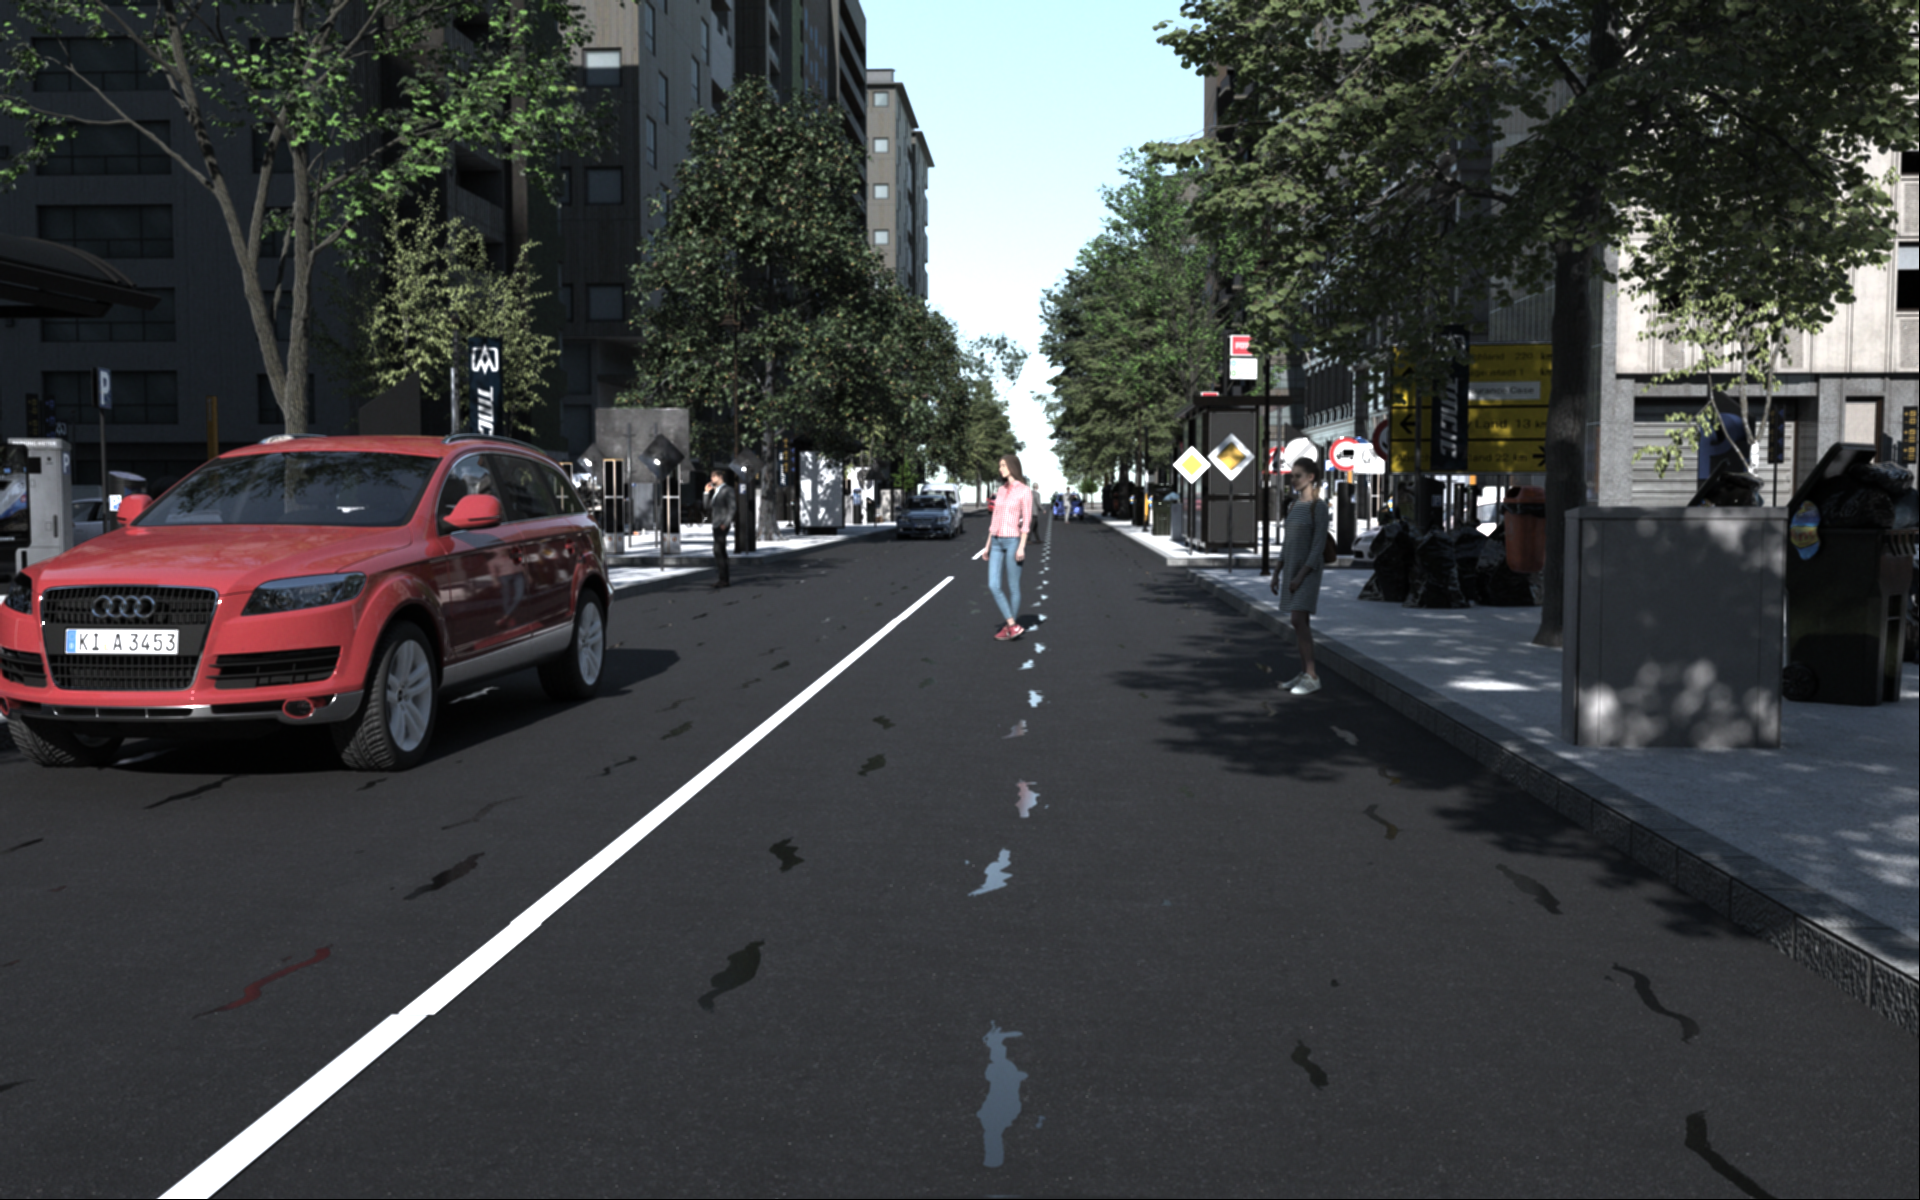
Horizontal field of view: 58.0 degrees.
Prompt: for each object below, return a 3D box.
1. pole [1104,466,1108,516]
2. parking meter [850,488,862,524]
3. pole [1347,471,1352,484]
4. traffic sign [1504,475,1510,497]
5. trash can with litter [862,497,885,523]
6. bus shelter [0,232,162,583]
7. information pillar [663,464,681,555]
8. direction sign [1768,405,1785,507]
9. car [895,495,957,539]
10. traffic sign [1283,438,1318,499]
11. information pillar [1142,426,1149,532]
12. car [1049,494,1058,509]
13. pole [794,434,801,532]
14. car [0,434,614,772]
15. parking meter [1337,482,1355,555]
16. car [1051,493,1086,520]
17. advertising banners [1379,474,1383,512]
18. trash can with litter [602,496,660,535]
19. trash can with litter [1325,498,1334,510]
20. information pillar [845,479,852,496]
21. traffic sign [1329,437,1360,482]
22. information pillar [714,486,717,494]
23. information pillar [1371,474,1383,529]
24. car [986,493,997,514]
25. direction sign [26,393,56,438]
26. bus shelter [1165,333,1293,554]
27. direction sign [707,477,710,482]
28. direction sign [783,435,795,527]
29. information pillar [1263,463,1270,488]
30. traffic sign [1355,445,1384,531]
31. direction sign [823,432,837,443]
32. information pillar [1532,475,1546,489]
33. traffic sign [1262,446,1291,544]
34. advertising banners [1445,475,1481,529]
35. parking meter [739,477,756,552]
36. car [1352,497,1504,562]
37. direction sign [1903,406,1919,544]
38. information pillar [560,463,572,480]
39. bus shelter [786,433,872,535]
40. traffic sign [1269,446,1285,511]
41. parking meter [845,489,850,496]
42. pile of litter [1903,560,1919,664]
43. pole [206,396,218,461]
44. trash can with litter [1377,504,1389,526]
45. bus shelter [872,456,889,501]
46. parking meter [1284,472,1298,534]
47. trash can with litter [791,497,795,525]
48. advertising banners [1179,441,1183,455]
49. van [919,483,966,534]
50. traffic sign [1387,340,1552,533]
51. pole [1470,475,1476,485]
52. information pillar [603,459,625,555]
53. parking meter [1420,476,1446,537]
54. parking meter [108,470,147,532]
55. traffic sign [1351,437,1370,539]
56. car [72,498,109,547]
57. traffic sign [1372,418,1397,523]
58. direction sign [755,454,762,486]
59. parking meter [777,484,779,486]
[{"bbox_3d":[8.526,-6.563,101.146,0.158,3.312,0.155,0,3,0],"label":"pole"},{"bbox_3d":[-4.352,-3.978,73.449,0.372,1.533,0.369,0,3,0],"label":"parking meter"},{"bbox_3d":[15.165,-4.501,67.442,0.158,3.312,0.155,0,3,0],"label":"pole"},{"bbox_3d":[8.334,-1.607,26.388,0.768,2.556,0.104,0,4,6],"label":"traffic sign"},{"bbox_3d":[-3.899,-4.035,77.352,1.055,1.170,0.624,-3,5,-40],"label":"trash can with litter"},{"bbox_3d":[-7.582,-1.063,11.305,2.014,3.302,5.546,0,4,3],"label":"bus shelter"},{"bbox_3d":[-6.083,-1.951,36.383,0.304,2.012,0.304,-3,5,-42],"label":"information pillar"},{"bbox_3d":[20.896,-3.205,44.391,0.379,3.537,0.876,0,4,2],"label":"direction sign"},{"bbox_3d":[-1.080,-2.716,56.413,2.014,1.417,4.499,0,4,2],"label":"car"},{"bbox_3d":[7.742,-2.405,39.428,0.768,2.556,0.104,1,4,12],"label":"traffic sign"},{"bbox_3d":[6.356,-4.149,59.198,0.183,3.616,0.504,0,3,0],"label":"information pillar"},{"bbox_3d":[9.706,-9.506,167.223,2.131,1.459,4.920,0,4,1],"label":"car"},{"bbox_3d":[-5.520,-3.974,58.812,0.158,3.312,0.155,0,3,0],"label":"pole"},{"bbox_3d":[-3.704,-0.124,10.699,2.281,1.827,5.304,0,4,5],"label":"car"},{"bbox_3d":[8.124,-1.715,36.450,0.372,1.533,0.369,0,3,0],"label":"parking meter"},{"bbox_3d":[6.065,-5.330,96.744,1.945,1.707,3.694,0,4,3],"label":"car"},{"bbox_3d":[11.793,-3.202,48.545,0.090,3.025,2.074,1,4,12],"label":"advertising banners"},{"bbox_3d":[-10.599,-2.665,54.622,1.678,1.210,2.233,-3,5,-44],"label":"trash can with litter"},{"bbox_3d":[11.525,-2.697,55.487,0.624,1.170,1.055,2,4,30],"label":"trash can with litter"},{"bbox_3d":[-5.392,-4.800,82.973,0.304,2.012,0.304,-3,4,-36],"label":"information pillar"},{"bbox_3d":[8.601,-2.357,38.636,0.768,2.556,0.104,0,4,6],"label":"traffic sign"},{"bbox_3d":[-8.051,-3.269,57.947,0.304,2.012,0.304,-1,4,-14],"label":"information pillar"},{"bbox_3d":[14.499,-3.410,60.238,0.304,2.012,0.304,-3,5,-44],"label":"information pillar"},{"bbox_3d":[2.934,-7.116,125.379,2.155,1.783,4.494,0,4,1],"label":"car"},{"bbox_3d":[-20.841,-2.897,39.358,0.379,3.537,0.876,1,4,12],"label":"direction sign"},{"bbox_3d":[6.268,-3.883,41.113,2.179,5.291,8.768,0,4,3],"label":"bus shelter"},{"bbox_3d":[-16.185,-7.169,109.207,0.876,3.537,0.379,1,4,18],"label":"direction sign"},{"bbox_3d":[-6.591,-4.591,67.057,0.379,3.537,0.876,-3,5,-41],"label":"direction sign"},{"bbox_3d":[19.299,-7.195,108.992,0.504,3.616,0.183,-1,4,-18],"label":"information pillar"},{"bbox_3d":[8.337,-2.031,35.329,0.606,2.300,0.079,1,4,13],"label":"traffic sign"},{"bbox_3d":[-4.478,-4.170,60.182,0.876,3.537,0.379,-2,4,-35],"label":"direction sign"},{"bbox_3d":[8.306,-2.017,24.327,0.504,3.616,0.183,1,4,13],"label":"information pillar"},{"bbox_3d":[8.220,-2.729,44.615,0.884,2.594,0.081,0,4,8],"label":"traffic sign"},{"bbox_3d":[7.101,-1.738,24.609,0.090,3.025,2.074,0,4,3],"label":"advertising banners"},{"bbox_3d":[-4.757,-2.003,38.455,0.399,1.863,0.255,1,4,20],"label":"parking meter"},{"bbox_3d":[9.871,-1.247,32.744,4.827,1.381,2.083,0,4,4],"label":"car"},{"bbox_3d":[24.688,-3.214,44.550,0.876,3.537,0.379,3,5,44],"label":"direction sign"},{"bbox_3d":[-9.300,-2.212,40.661,0.304,2.012,0.304,3,5,42],"label":"information pillar"},{"bbox_3d":[-4.259,-3.833,56.596,2.014,3.302,5.546,0,4,3],"label":"bus shelter"},{"bbox_3d":[8.459,-2.811,46.061,0.768,2.556,0.104,1,4,10],"label":"traffic sign"},{"bbox_3d":[-5.153,-4.329,79.196,0.372,1.533,0.369,0,3,0],"label":"parking meter"},{"bbox_3d":[7.635,0.019,13.660,1.176,0.858,1.719,2,4,32],"label":"pile of litter"},{"bbox_3d":[-15.556,-2.584,36.097,0.158,3.312,0.155,0,3,0],"label":"pole"},{"bbox_3d":[10.166,-1.876,42.066,1.055,1.170,0.624,1,4,16],"label":"trash can with litter"},{"bbox_3d":[-4.937,-5.873,89.954,2.014,3.302,5.546,0,4,3],"label":"bus shelter"},{"bbox_3d":[8.094,-2.227,42.117,0.399,1.863,0.255,-1,4,-23],"label":"parking meter"},{"bbox_3d":[-6.496,-3.682,71.592,1.055,1.170,0.624,-3,5,-42],"label":"trash can with litter"},{"bbox_3d":[8.115,-3.753,57.552,2.074,3.025,0.090,-2,4,-28],"label":"advertising banners"},{"bbox_3d":[-0.763,-3.409,62.742,2.013,2.044,4.112,0,4,2],"label":"van"},{"bbox_3d":[6.886,-1.793,23.189,2.265,3.308,0.079,1,4,11],"label":"traffic sign"},{"bbox_3d":[15.513,-3.580,52.373,0.158,3.312,0.155,0,3,0],"label":"pole"},{"bbox_3d":[-7.330,-1.970,36.701,0.304,2.012,0.304,2,4,28],"label":"information pillar"},{"bbox_3d":[6.737,-1.000,24.753,0.372,1.533,0.369,0,3,0],"label":"parking meter"},{"bbox_3d":[-8.828,-0.611,18.402,0.372,1.533,0.369,0,3,0],"label":"parking meter"},{"bbox_3d":[8.904,-2.376,38.960,0.768,2.556,0.104,1,4,12],"label":"traffic sign"},{"bbox_3d":[-16.774,-1.298,33.588,4.827,1.381,2.083,0,4,4],"label":"car"},{"bbox_3d":[7.199,-1.748,28.679,0.768,2.556,0.104,1,4,11],"label":"traffic sign"},{"bbox_3d":[-11.298,-6.501,98.282,0.876,3.537,0.379,0,4,-6],"label":"direction sign"},{"bbox_3d":[-9.825,-5.351,93.198,0.399,1.863,0.255,0,4,-1],"label":"parking meter"}]
